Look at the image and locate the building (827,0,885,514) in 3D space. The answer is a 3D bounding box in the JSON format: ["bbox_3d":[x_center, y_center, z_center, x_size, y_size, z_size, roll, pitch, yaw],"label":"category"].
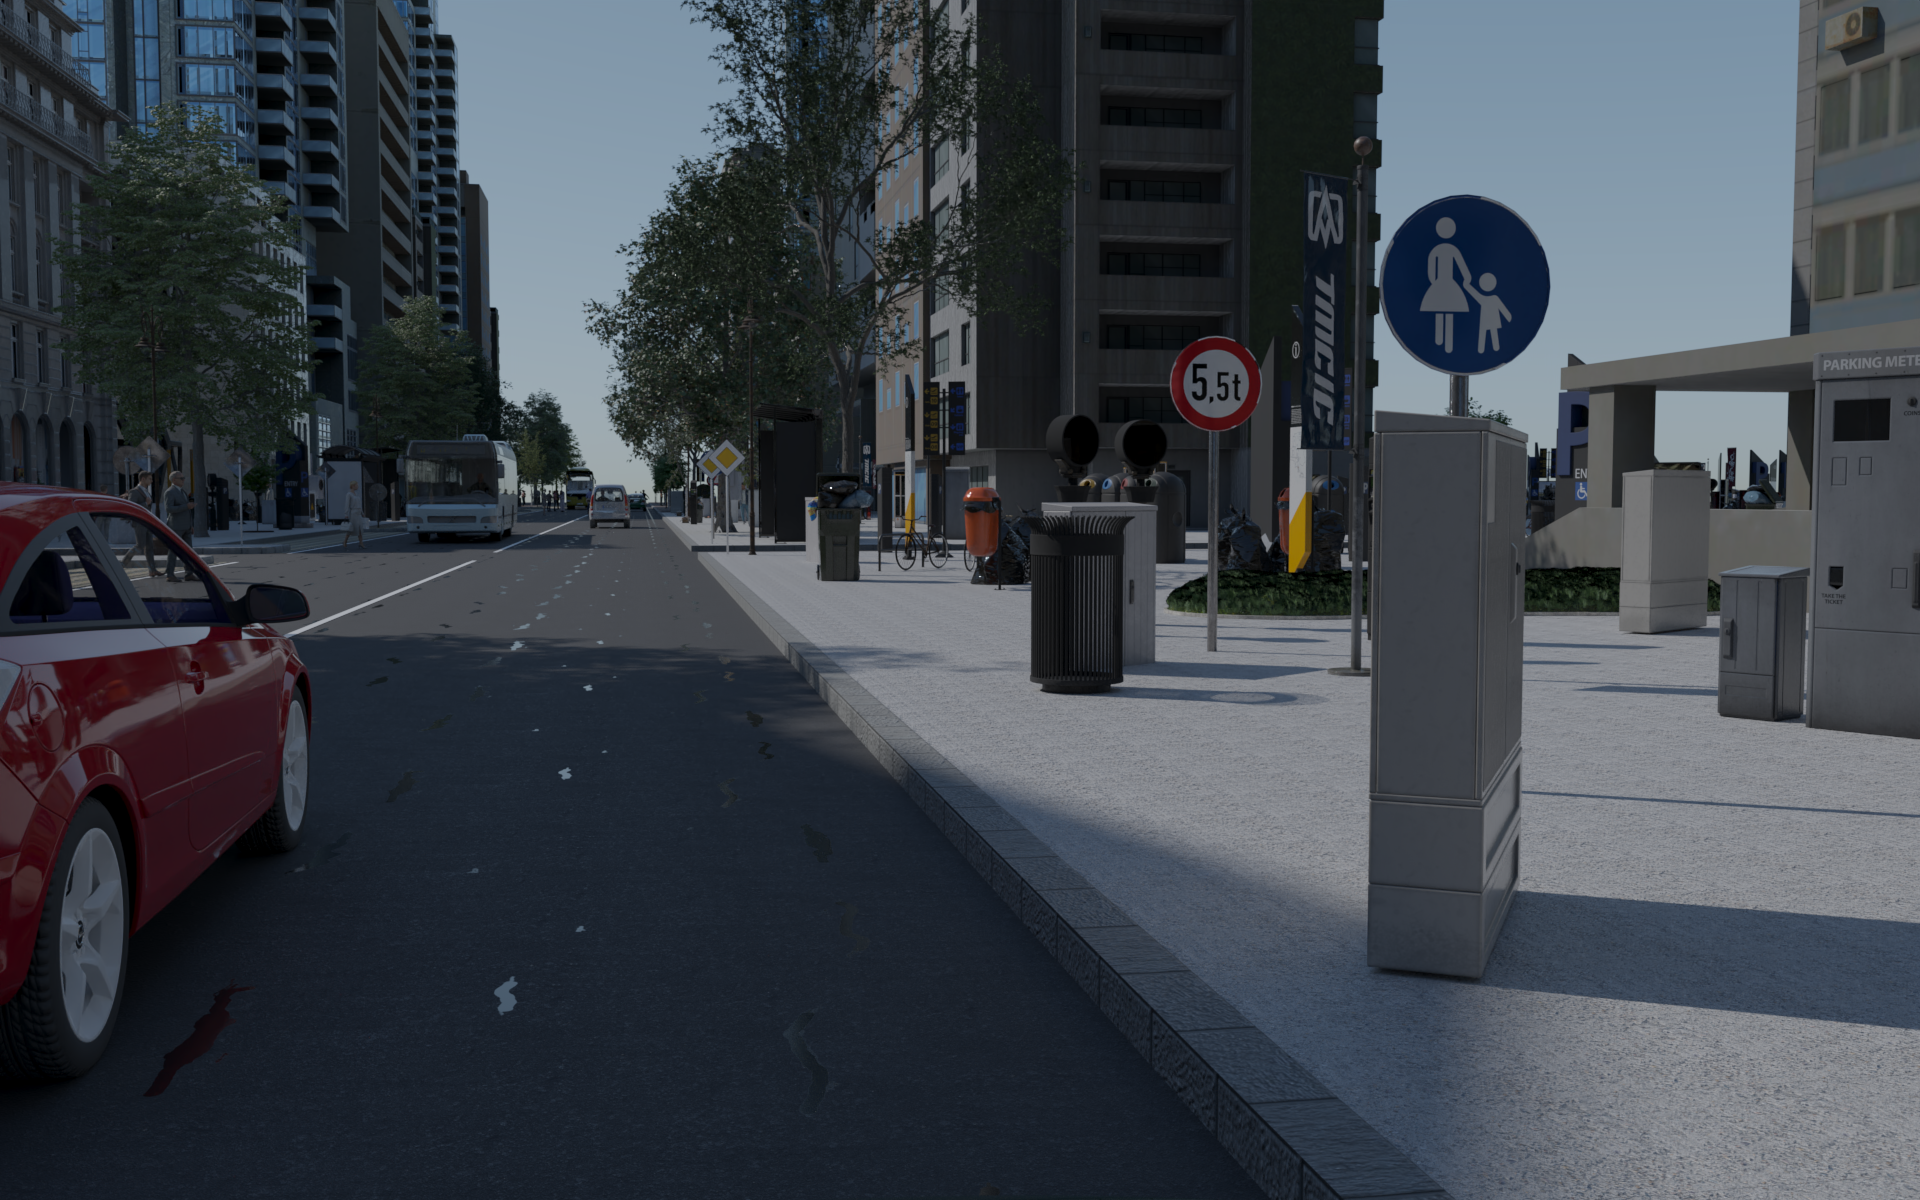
[{"bbox_3d":[6.445,-31.766,108.610,28.713,52.752,27.495,-1,4,-10],"label":"building"}]

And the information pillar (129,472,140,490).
[{"bbox_3d":[-27.601,-3.263,57.837,0.304,2.012,0.304,1,4,22],"label":"information pillar"}]

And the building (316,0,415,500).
[{"bbox_3d":[-60.866,-32.389,153.267,21.300,48.544,21.600,-1,4,-10],"label":"building"}]

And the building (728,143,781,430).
[{"bbox_3d":[-22.243,-34.943,221.422,14.600,45.320,14.200,-1,4,-10],"label":"building"}]

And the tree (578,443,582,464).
[{"bbox_3d":[-59.387,-20.616,255.189,7.486,12.596,7.792,0,3,0],"label":"tree"}]

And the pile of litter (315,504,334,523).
[{"bbox_3d":[-28.532,-3.932,78.249,1.176,0.858,1.719,-1,4,-19],"label":"pile of litter"}]

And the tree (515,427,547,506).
[{"bbox_3d":[-47.164,-14.678,190.351,4.737,8.622,4.395,0,3,0],"label":"tree"}]

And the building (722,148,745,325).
[{"bbox_3d":[-22.117,-37.665,239.516,21.300,48.544,21.600,-1,4,-10],"label":"building"}]

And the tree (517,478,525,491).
[{"bbox_3d":[-44.561,-10.989,174.268,1.663,3.219,1.824,0,3,0],"label":"tree"}]

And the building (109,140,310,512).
[{"bbox_3d":[-45.633,-15.149,102.432,10.420,20.320,16.860,-1,4,-10],"label":"building"}]

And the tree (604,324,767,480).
[{"bbox_3d":[-15.778,-11.745,102.405,12.009,13.543,11.850,0,3,0],"label":"tree"}]

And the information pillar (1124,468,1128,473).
[{"bbox_3d":[4.699,-2.661,47.995,0.304,2.012,0.304,0,4,-1],"label":"information pillar"}]

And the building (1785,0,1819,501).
[{"bbox_3d":[50.840,-38.733,71.539,20.611,71.187,20.563,-1,4,-10],"label":"building"}]

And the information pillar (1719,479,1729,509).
[{"bbox_3d":[37.949,-4.988,86.040,0.304,2.012,0.304,-3,5,-42],"label":"information pillar"}]

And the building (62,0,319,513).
[{"bbox_3d":[-56.453,-49.725,125.680,22.319,86.520,31.000,-1,4,-10],"label":"building"}]

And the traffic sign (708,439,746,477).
[{"bbox_3d":[-4.918,-2.113,36.740,0.795,2.593,0.064,-1,4,-10],"label":"traffic sign"}]

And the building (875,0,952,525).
[{"bbox_3d":[3.995,-26.135,77.414,14.600,45.320,14.200,-1,4,-10],"label":"building"}]

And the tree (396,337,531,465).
[{"bbox_3d":[-36.335,-12.840,126.934,9.611,12.733,9.660,0,3,0],"label":"tree"}]

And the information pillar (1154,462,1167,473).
[{"bbox_3d":[4.521,-2.143,39.527,0.304,2.012,0.304,-1,4,-10],"label":"information pillar"}]

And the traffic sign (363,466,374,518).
[{"bbox_3d":[-27.754,-4.934,80.679,0.884,2.594,0.081,-1,4,-10],"label":"traffic sign"}]

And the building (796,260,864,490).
[{"bbox_3d":[-0.786,-18.243,143.307,27.650,21.520,28.899,-1,4,-10],"label":"building"}]

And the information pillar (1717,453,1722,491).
[{"bbox_3d":[43.129,-6.545,98.372,0.183,3.616,0.504,1,4,11],"label":"information pillar"}]

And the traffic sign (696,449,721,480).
[{"bbox_3d":[-6.370,-2.593,44.593,0.795,2.593,0.064,-1,4,-10],"label":"traffic sign"}]

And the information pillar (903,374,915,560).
[{"bbox_3d":[-0.973,-2.588,33.669,0.183,3.616,0.504,-1,4,-15],"label":"information pillar"}]

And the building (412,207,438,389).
[{"bbox_3d":[-59.875,-24.491,172.122,14.160,30.474,14.107,-1,4,-10],"label":"building"}]

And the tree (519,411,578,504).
[{"bbox_3d":[-54.798,-18.926,227.564,7.486,12.596,7.792,0,3,0],"label":"tree"}]

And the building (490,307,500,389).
[{"bbox_3d":[-75.821,-29.648,256.448,14.160,30.474,14.107,-1,4,-10],"label":"building"}]

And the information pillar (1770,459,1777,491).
[{"bbox_3d":[53.847,-7.544,114.699,0.504,3.616,0.183,-1,4,-13],"label":"information pillar"}]

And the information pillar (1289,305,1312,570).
[{"bbox_3d":[4.206,-1.837,21.382,0.183,3.616,0.504,-1,4,-13],"label":"information pillar"}]

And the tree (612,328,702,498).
[{"bbox_3d":[-28.306,-19.570,175.857,12.611,20.169,13.585,0,3,0],"label":"tree"}]

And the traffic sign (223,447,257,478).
[{"bbox_3d":[-17.677,-2.467,42.531,0.795,2.593,0.064,-1,4,-10],"label":"traffic sign"}]

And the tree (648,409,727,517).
[{"bbox_3d":[-14.414,-8.530,89.826,4.360,8.622,3.978,0,3,0],"label":"tree"}]

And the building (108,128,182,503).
[{"bbox_3d":[-45.134,-12.931,78.874,16.820,18.784,16.811,-1,4,-10],"label":"building"}]

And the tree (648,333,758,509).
[{"bbox_3d":[-9.683,-7.319,70.024,4.737,8.622,4.395,0,3,0],"label":"tree"}]

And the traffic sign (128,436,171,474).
[{"bbox_3d":[-16.225,-1.987,34.678,0.795,2.593,0.064,-1,4,-10],"label":"traffic sign"}]

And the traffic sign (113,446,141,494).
[{"bbox_3d":[-21.981,-2.792,45.751,0.768,2.556,0.104,0,4,-4],"label":"traffic sign"}]

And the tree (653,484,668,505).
[{"bbox_3d":[-41.288,-14.737,235.550,1.663,3.219,1.824,0,3,0],"label":"tree"}]

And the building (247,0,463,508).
[{"bbox_3d":[-73.552,-55.336,217.422,22.319,86.520,31.000,-1,4,-10],"label":"building"}]

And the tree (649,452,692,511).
[{"bbox_3d":[-21.475,-8.893,129.122,4.285,4.588,4.351,0,3,0],"label":"tree"}]

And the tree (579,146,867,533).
[{"bbox_3d":[-7.809,-8.581,57.303,9.611,12.733,9.660,0,3,0],"label":"tree"}]

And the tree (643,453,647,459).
[{"bbox_3d":[-25.345,-12.173,149.386,4.737,8.622,4.395,0,3,0],"label":"tree"}]

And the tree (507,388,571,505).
[{"bbox_3d":[-51.474,-18.521,209.471,9.857,13.997,8.962,0,3,0],"label":"tree"}]

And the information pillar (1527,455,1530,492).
[{"bbox_3d":[35.692,-7.152,108.283,0.504,3.616,0.183,2,4,26],"label":"information pillar"}]

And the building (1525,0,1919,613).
[{"bbox_3d":[25.035,-20.075,20.105,32.217,40.220,23.993,-1,4,-10],"label":"building"}]

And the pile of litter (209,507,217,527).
[{"bbox_3d":[-29.091,-3.283,67.640,1.176,0.858,1.719,0,4,7],"label":"pile of litter"}]

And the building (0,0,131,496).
[{"bbox_3d":[-38.726,-13.298,59.219,13.314,21.916,24.055,-1,4,-10],"label":"building"}]

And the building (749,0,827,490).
[{"bbox_3d":[-8.988,-52.454,170.292,22.319,86.520,31.000,-1,4,-10],"label":"building"}]

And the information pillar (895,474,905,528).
[{"bbox_3d":[-2.250,-3.700,64.992,0.304,2.012,0.304,2,4,35],"label":"information pillar"}]

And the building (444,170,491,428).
[{"bbox_3d":[-73.335,-36.207,242.086,14.600,45.320,14.200,-1,4,-10],"label":"building"}]

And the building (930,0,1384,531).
[{"bbox_3d":[6.566,-17.962,65.379,14.107,30.474,14.160,-1,4,-10],"label":"building"}]
